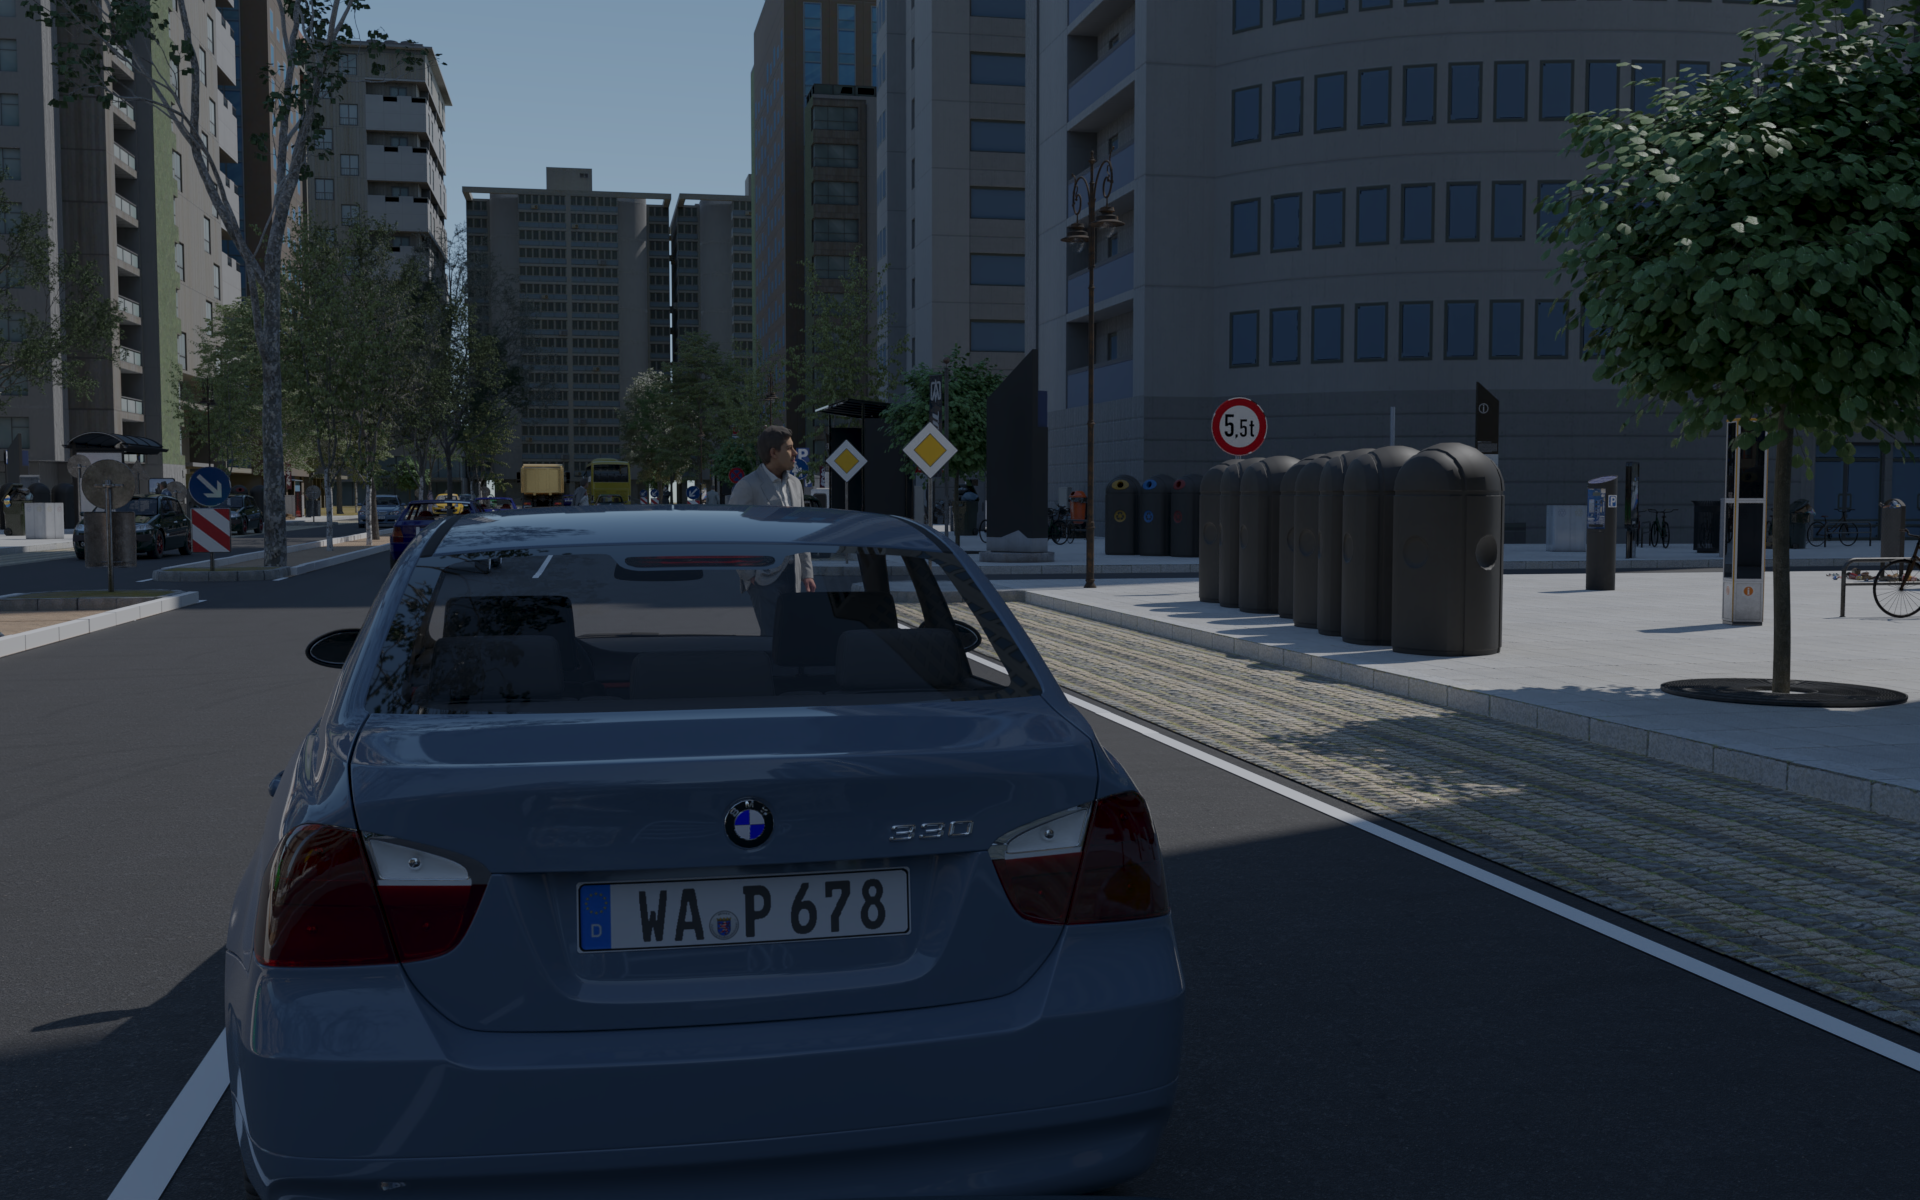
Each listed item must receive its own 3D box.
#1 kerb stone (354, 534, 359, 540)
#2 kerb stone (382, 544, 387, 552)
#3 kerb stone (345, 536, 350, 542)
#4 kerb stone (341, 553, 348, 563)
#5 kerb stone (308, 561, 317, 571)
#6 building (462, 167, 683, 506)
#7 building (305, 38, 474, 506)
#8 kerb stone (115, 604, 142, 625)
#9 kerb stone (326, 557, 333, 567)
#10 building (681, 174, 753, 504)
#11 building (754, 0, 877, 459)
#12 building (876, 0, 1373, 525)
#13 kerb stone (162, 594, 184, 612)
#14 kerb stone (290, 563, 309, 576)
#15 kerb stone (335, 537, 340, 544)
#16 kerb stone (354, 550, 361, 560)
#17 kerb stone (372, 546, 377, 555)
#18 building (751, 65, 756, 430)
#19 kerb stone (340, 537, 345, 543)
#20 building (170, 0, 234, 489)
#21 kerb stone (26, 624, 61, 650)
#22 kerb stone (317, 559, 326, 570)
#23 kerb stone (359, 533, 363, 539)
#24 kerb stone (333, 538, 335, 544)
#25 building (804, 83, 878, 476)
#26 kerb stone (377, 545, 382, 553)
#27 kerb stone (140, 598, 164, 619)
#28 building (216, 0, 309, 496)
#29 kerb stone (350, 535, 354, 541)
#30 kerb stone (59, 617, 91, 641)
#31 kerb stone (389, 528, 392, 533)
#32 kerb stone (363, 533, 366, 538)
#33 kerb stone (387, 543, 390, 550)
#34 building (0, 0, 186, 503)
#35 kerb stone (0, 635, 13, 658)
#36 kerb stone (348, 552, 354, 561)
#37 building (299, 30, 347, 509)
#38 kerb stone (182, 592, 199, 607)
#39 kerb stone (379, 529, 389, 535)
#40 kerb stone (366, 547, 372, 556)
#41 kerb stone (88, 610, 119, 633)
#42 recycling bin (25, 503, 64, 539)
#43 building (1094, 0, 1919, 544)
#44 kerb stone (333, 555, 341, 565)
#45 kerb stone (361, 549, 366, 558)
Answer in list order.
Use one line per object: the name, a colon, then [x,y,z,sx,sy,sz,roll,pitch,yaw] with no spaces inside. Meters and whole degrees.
kerb stone: [-18.776,-1.914,53.493,0.120,0.150,1.000,-1,4,-12]
kerb stone: [-14.384,-1.268,42.940,0.120,0.150,1.000,-1,4,-12]
kerb stone: [-18.358,-1.792,51.490,0.120,0.150,1.000,-1,4,-12]
kerb stone: [-12.884,-0.839,35.919,0.120,0.150,1.000,-1,4,-12]
kerb stone: [-12.040,-0.594,31.903,0.120,0.150,1.000,-1,4,-12]
building: [-46.903,-31.617,208.823,23.993,40.220,32.217,-1,4,-12]
building: [-71.730,-37.443,201.438,27.495,52.752,28.713,-1,4,-12]
kerb stone: [-9.340,0.176,19.313,0.120,0.150,1.000,-1,4,-12]
kerb stone: [-12.463,-0.714,33.911,0.120,0.150,1.000,-1,4,-12]
building: [-23.325,-31.890,213.289,23.993,40.220,32.217,-1,4,-12]
building: [-10.626,-30.818,153.978,14.600,45.320,14.200,-1,4,-12]
building: [6.074,-33.704,93.058,21.231,58.520,28.212,-1,4,-12]
kerb stone: [-9.767,0.054,21.319,0.120,0.150,1.000,-1,4,-12]
kerb stone: [-11.811,-0.526,30.907,0.120,0.150,1.000,-1,4,-12]
kerb stone: [-17.929,-1.669,49.491,0.120,0.150,1.000,-1,4,-12]
kerb stone: [-13.312,-0.962,37.925,0.120,0.150,1.000,-1,4,-12]
kerb stone: [-13.956,-1.142,40.934,0.120,0.150,1.000,-1,4,-12]
building: [-13.301,-29.636,168.144,14.154,41.232,14.086,-1,4,-12]
kerb stone: [-18.136,-1.731,50.492,0.120,0.150,1.000,-1,4,-12]
building: [-62.028,-31.809,109.320,28.713,52.752,27.495,-1,4,-12]
kerb stone: [-8.701,0.365,16.307,0.120,0.150,1.000,-1,4,-12]
kerb stone: [-12.245,-0.655,32.912,0.120,0.150,1.000,-1,4,-12]
kerb stone: [-18.999,-1.975,54.492,0.120,0.150,1.000,-1,4,-12]
kerb stone: [-17.716,-1.608,48.491,0.120,0.150,1.000,-1,4,-12]
building: [-4.566,-21.715,126.748,14.160,30.474,14.107,-1,4,-12]
kerb stone: [-14.175,-1.208,41.940,0.120,0.150,1.000,-1,4,-12]
kerb stone: [-9.555,0.115,20.319,0.120,0.150,1.000,-1,4,-12]
building: [-58.455,-29.466,131.886,14.600,45.320,14.200,-1,4,-12]
kerb stone: [-18.565,-1.852,52.492,0.120,0.150,1.000,-1,4,-12]
kerb stone: [-8.914,0.306,17.307,0.120,0.150,1.000,-1,4,-12]
kerb stone: [-20.711,-2.463,62.520,0.120,0.150,1.000,-1,4,-12]
kerb stone: [-19.203,-2.037,55.494,0.120,0.150,1.000,-1,4,-12]
kerb stone: [-14.595,-1.330,43.943,0.120,0.150,1.000,-1,4,-12]
building: [-48.657,-24.696,87.380,14.154,41.232,14.086,-1,4,-12]
kerb stone: [-8.486,0.421,15.305,0.120,0.150,1.000,-1,4,-12]
kerb stone: [-13.096,-0.901,36.924,0.120,0.150,1.000,-1,4,-12]
building: [-70.817,-30.417,151.937,28.867,44.769,22.147,-1,4,-12]
kerb stone: [-9.984,-0.005,22.318,0.120,0.150,1.000,-1,4,-12]
kerb stone: [-20.498,-2.405,61.519,0.120,0.150,1.000,-1,4,-12]
kerb stone: [-13.740,-1.083,39.935,0.120,0.150,1.000,-1,4,-12]
kerb stone: [-9.125,0.240,18.314,0.120,0.150,1.000,-1,4,-12]
recycling bin: [-26.099,-2.252,49.372,0.722,1.027,0.722,1,4,16]
building: [17.812,-31.274,53.336,28.212,58.520,21.231,-1,4,-12]
kerb stone: [-12.669,-0.775,34.916,0.120,0.150,1.000,-1,4,-12]
kerb stone: [-13.528,-1.023,38.925,0.120,0.150,1.000,-1,4,-12]
